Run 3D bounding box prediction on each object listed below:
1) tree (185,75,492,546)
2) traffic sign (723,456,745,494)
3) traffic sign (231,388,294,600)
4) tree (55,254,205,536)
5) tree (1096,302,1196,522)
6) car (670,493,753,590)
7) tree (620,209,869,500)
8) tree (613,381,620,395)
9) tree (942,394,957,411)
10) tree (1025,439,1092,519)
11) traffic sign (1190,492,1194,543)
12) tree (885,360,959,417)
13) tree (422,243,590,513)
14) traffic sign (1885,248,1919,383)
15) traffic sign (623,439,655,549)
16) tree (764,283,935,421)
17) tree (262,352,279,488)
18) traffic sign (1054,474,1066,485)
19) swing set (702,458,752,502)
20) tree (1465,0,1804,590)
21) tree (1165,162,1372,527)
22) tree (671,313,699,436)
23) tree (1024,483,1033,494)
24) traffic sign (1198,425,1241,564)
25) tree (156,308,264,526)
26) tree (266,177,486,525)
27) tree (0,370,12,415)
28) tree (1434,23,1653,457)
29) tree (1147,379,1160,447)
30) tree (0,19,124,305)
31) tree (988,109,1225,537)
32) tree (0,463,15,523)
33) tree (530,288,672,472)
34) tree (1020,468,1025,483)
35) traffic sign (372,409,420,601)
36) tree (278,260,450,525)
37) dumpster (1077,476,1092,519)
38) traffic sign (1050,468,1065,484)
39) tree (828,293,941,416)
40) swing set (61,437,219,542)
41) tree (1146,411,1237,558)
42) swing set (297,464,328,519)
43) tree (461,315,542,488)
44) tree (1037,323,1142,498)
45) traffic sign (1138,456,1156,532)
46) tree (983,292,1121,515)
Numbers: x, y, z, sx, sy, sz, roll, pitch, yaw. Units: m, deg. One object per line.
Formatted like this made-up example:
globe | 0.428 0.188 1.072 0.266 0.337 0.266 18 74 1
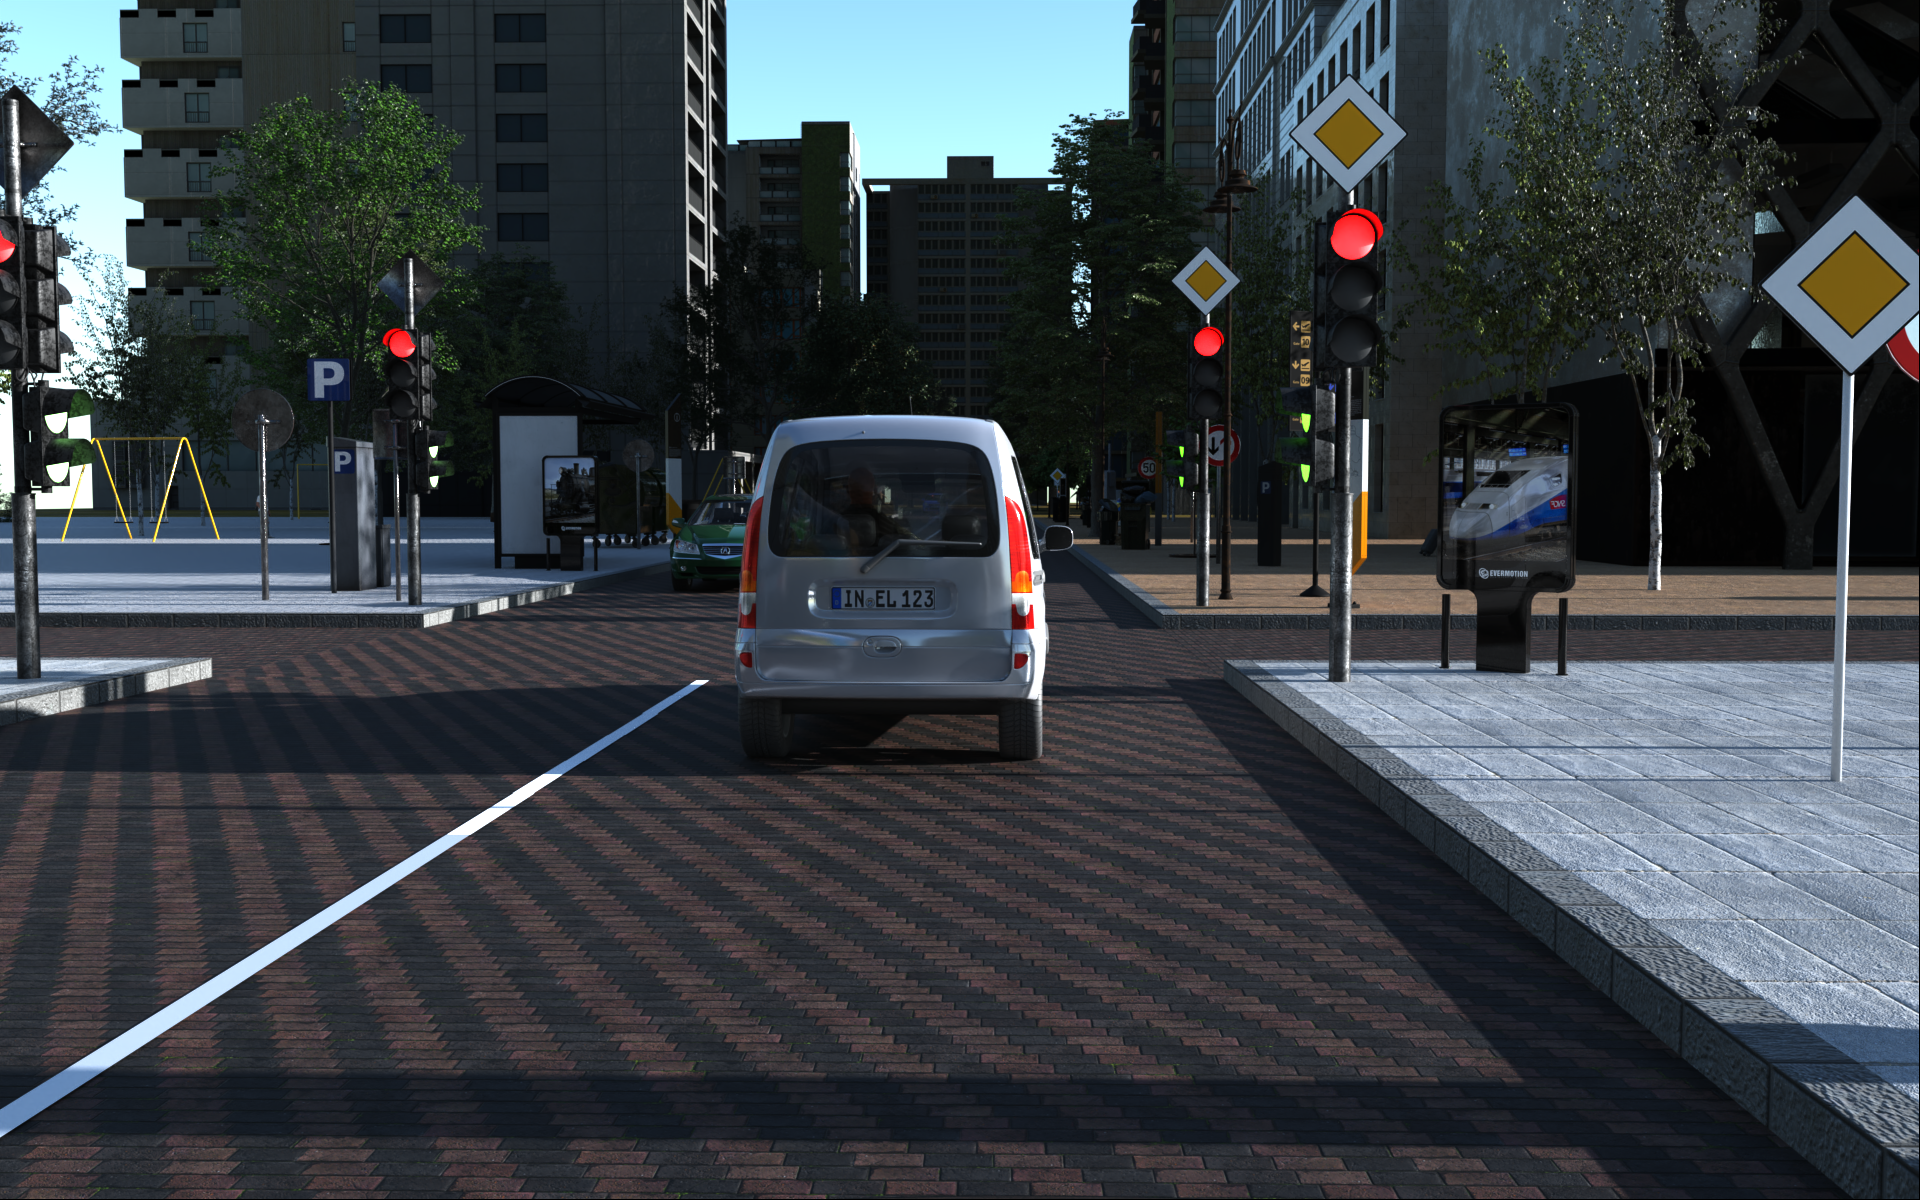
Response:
tree | -15.376 -7.189 43.293 9.928 11.665 9.643 0 3 0
traffic sign | -6.145 -2.752 47.119 0.606 2.300 0.079 0 4 4
traffic sign | -8.421 -1.273 20.926 0.768 2.556 0.104 0 4 3
tree | -25.206 -6.270 52.882 4.360 8.622 3.978 0 3 0
tree | 6.905 -6.845 62.286 4.360 8.622 3.978 0 3 0
car | -3.365 -0.945 27.249 2.131 1.459 4.920 0 3 0
tree | -6.520 -7.527 57.482 7.601 10.594 8.767 0 3 0
tree | -12.602 -8.952 80.776 8.767 10.594 7.601 1 4 9
tree | -4.624 -15.822 165.338 9.857 13.997 8.962 0 3 0
tree | 6.171 -6.983 97.878 4.285 4.588 4.351 0 3 0
traffic sign | 6.138 -2.793 45.764 0.768 2.556 0.104 0 4 2
tree | -4.193 -14.762 151.723 12.009 13.543 11.850 0 3 0
tree | -23.927 -11.143 88.850 9.857 13.997 8.962 0 3 0
traffic sign | 4.937 -0.523 8.652 0.768 2.556 0.104 0 4 2
traffic sign | -7.459 -2.451 40.174 0.768 2.556 0.104 1 4 8
tree | -6.096 -10.850 94.405 9.611 12.733 9.660 0 3 0
tree | -32.936 -8.261 85.436 4.360 8.622 3.978 0 3 0
traffic sign | 5.051 -5.217 87.434 0.606 2.300 0.079 1 4 8
swing set | -9.724 -4.611 73.017 2.862 2.851 3.119 0 4 -1
tree | 9.070 -4.435 22.880 4.360 8.622 3.978 0 3 0
tree | 6.946 -5.395 38.570 4.737 8.622 4.395 0 3 0
tree | -11.897 -7.204 68.155 4.360 8.622 3.978 0 3 0
tree | 6.542 -10.552 167.126 1.663 3.219 1.824 0 3 0
traffic sign | 4.759 -1.941 31.842 0.768 2.556 0.104 0 4 6
tree | -30.338 -7.302 69.744 4.737 8.622 4.395 0 3 0
tree | -21.104 -8.832 62.525 7.486 12.596 7.792 0 3 0
tree | -33.563 -6.628 58.728 4.737 8.622 4.395 0 3 0
tree | 9.131 -4.742 27.891 4.737 8.622 4.395 0 3 0
tree | 9.579 -7.116 66.717 4.737 8.622 4.395 0 3 0
tree | -19.803 -7.279 29.384 12.009 13.543 11.850 0 3 0
tree | 4.491 -8.175 51.783 7.486 12.596 7.792 0 3 0
tree | -52.175 -10.714 76.990 18.604 14.587 13.155 -2 4 -32
tree | -13.442 -6.872 62.713 4.360 8.622 3.978 0 3 0
tree | 5.911 -9.102 132.525 4.285 4.588 4.351 0 3 0
traffic sign | -6.749 -1.140 20.763 0.606 2.300 0.079 1 4 9
tree | -18.609 -6.416 55.265 4.360 8.622 3.978 0 3 0
dumpster | 6.673 -5.174 87.084 1.502 2.255 1.985 0 4 1
traffic sign | 4.879 -5.301 86.397 0.795 2.593 0.064 0 4 7
tree | -5.898 -12.515 111.282 9.857 13.997 8.962 0 3 0
swing set | -22.637 -3.085 48.060 3.119 2.851 2.862 1 4 12
tree | 4.877 -2.475 35.075 1.663 3.219 1.824 0 3 0
swing set | -33.293 -5.694 90.723 3.119 2.851 2.862 -1 4 -22
tree | -18.867 -7.426 71.779 4.737 8.622 4.395 0 3 0
tree | 5.280 -7.530 73.473 4.737 8.622 4.395 0 3 0
traffic sign | 6.413 -3.588 58.777 0.768 2.556 0.104 0 4 7
tree | 5.908 -12.343 108.459 9.857 13.997 8.962 0 3 0
